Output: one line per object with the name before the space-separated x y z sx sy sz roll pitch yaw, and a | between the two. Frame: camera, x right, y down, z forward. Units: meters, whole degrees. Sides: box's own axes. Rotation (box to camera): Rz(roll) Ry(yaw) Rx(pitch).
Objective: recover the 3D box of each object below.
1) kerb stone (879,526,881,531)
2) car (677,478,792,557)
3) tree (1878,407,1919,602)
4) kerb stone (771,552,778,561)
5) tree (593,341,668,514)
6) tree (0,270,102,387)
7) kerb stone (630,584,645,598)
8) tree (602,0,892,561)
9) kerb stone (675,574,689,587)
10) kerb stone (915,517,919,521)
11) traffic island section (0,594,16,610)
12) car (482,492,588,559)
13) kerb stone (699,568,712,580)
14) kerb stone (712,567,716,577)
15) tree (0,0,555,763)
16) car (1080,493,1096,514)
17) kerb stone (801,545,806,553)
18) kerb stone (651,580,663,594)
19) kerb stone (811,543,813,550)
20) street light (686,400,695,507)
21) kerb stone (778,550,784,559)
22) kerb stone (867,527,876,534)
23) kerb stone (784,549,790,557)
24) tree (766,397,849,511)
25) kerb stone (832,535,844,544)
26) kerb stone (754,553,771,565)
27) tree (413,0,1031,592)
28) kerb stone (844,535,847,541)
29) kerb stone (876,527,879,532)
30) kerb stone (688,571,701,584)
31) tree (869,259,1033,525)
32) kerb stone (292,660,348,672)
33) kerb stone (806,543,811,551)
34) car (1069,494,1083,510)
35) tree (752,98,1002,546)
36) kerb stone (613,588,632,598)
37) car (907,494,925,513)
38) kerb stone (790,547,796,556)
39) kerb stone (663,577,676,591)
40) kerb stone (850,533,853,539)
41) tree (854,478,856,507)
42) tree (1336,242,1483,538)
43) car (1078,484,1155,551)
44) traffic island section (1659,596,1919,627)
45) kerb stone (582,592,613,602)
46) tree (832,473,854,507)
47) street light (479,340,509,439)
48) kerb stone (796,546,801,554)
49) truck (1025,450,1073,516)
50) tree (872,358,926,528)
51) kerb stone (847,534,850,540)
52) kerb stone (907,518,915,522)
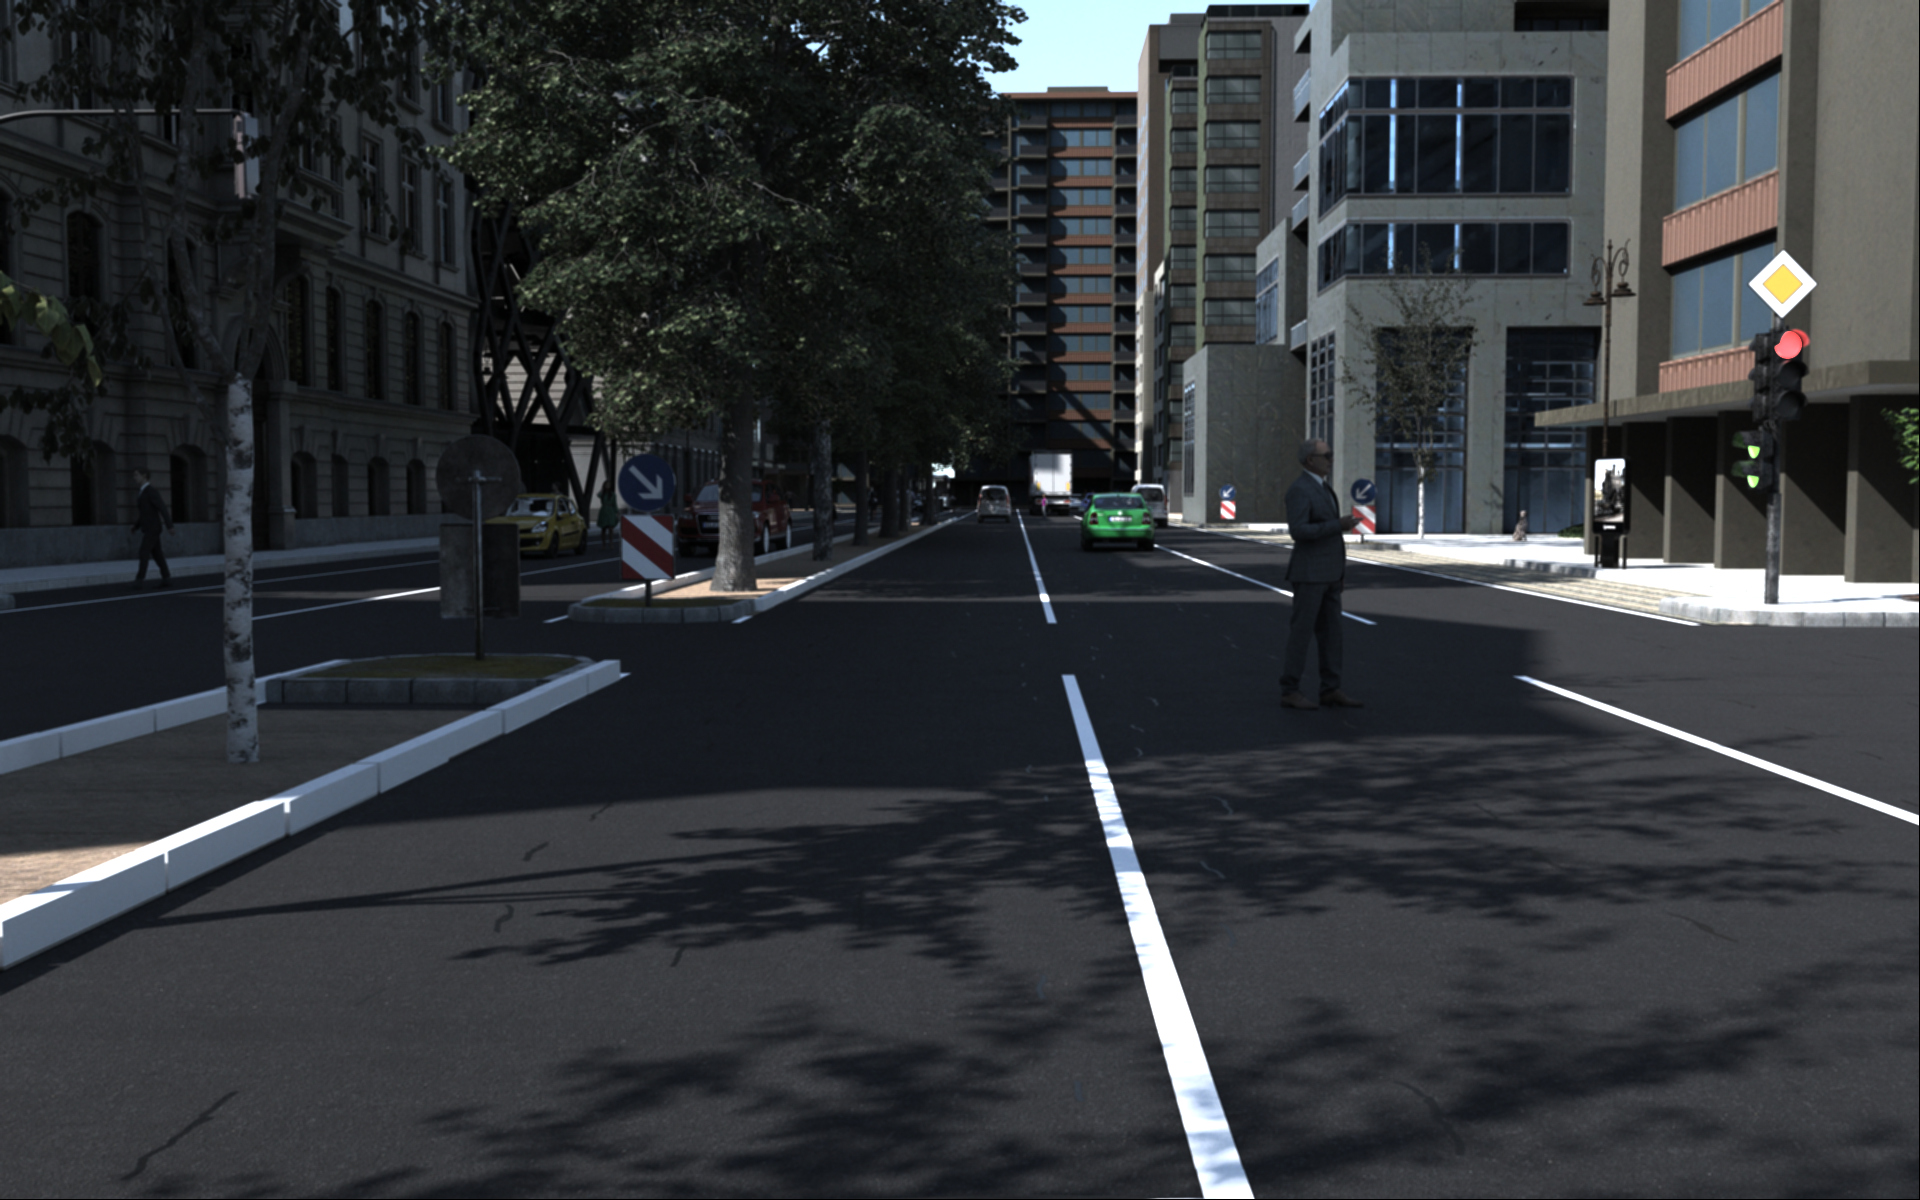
kerb stone | -3.186 -2.661 65.699 0.120 0.150 1.000 0 4 2
car | -5.321 -2.000 41.375 2.281 1.827 5.304 0 4 4
tree | 11.834 -1.602 20.801 1.663 3.219 1.824 0 3 0
kerb stone | -4.072 -0.905 36.988 0.120 0.150 1.000 0 4 2
tree | -14.349 -7.619 74.938 4.737 8.622 4.395 0 3 0
tree | -3.945 -3.165 4.568 4.737 8.622 4.395 0 3 0
kerb stone | -4.473 -0.090 23.671 0.120 0.150 1.000 0 4 2
tree | -4.135 -10.956 37.475 12.611 20.169 13.585 0 3 0
kerb stone | -4.382 -0.278 26.748 0.120 0.150 1.000 0 4 2
kerb stone | -2.393 -4.288 92.301 0.120 0.150 1.000 0 4 2
traffic island section | -12.866 0.088 20.840 2.009 0.180 2.903 0 4 2
car | -9.757 -1.793 39.546 2.015 1.641 3.980 0 4 2
kerb stone | -4.320 -0.404 28.793 0.120 0.150 1.000 0 4 2
kerb stone | -4.288 -0.466 29.815 0.120 0.150 1.000 0 4 2
tree | -3.831 -3.449 9.207 4.360 8.622 3.978 0 3 0
car | 9.696 -7.115 125.919 1.945 1.707 3.694 0 4 0
kerb stone | -3.916 -1.217 42.097 0.120 0.150 1.000 0 4 2
kerb stone | -4.439 -0.150 24.700 0.120 0.150 1.000 0 4 2
kerb stone | -3.861 -1.342 44.148 0.120 0.150 1.000 0 4 2
street light | -13.052 -6.746 83.085 0.468 5.910 1.993 0 4 2
kerb stone | -4.045 -0.967 38.010 0.120 0.150 1.000 0 4 2
kerb stone | -3.265 -2.533 63.650 0.120 0.150 1.000 0 4 2
kerb stone | -4.004 -1.030 39.031 0.120 0.150 1.000 0 4 2
tree | -11.501 -12.165 133.316 7.601 10.594 8.767 1 4 15
kerb stone | -3.636 -1.783 51.348 0.120 0.150 1.000 0 4 2
kerb stone | -4.098 -0.842 35.966 0.120 0.150 1.000 0 4 2
tree | -3.333 -7.100 25.203 9.857 13.997 8.962 0 3 0
kerb stone | -3.601 -1.846 52.369 0.120 0.150 1.000 0 4 2
kerb stone | -3.231 -2.598 64.674 0.120 0.150 1.000 0 4 2
kerb stone | -4.345 -0.341 27.771 0.120 0.150 1.000 0 4 2
tree | -1.428 -9.785 79.457 9.611 12.733 9.660 0 3 0
kerb stone | -4.797 0.569 12.939 0.120 0.150 1.000 0 4 2
kerb stone | -3.886 -1.280 43.126 0.120 0.150 1.000 0 4 2
car | 10.526 -8.816 156.143 2.014 1.417 4.499 0 4 2
tree | -2.822 -7.781 47.801 7.486 12.596 7.792 0 3 0
kerb stone | -4.499 -0.028 22.649 0.120 0.150 1.000 0 4 2
car | -3.469 -7.317 129.418 2.009 1.686 4.222 0 4 3
kerb stone | -3.981 -1.087 40.054 0.120 0.150 1.000 0 4 2
kerb stone | -4.412 -0.216 25.722 0.120 0.150 1.000 0 4 2
kerb stone | -3.533 -1.969 54.428 0.120 0.150 1.000 0 4 2
tree | -10.317 -10.925 173.226 1.663 3.219 1.824 0 3 0
tree | 13.122 -6.082 49.805 4.360 8.622 3.978 0 3 0
car | 4.039 -2.202 44.799 1.959 1.807 4.718 0 4 3
traffic island section | 9.465 0.130 20.160 2.009 0.180 2.903 0 4 2
kerb stone | -4.541 0.035 21.628 0.120 0.150 1.000 0 4 2
tree | -10.892 -9.917 156.743 1.663 3.219 1.824 0 3 0
street light | -13.966 -4.848 52.046 0.468 5.910 1.993 0 4 2
kerb stone | -3.949 -1.153 41.075 0.120 0.150 1.000 0 4 2
truck | 5.949 -7.770 115.953 2.839 4.237 11.283 0 3 0
tree | -2.125 -7.322 72.527 4.360 8.622 3.978 0 3 0
kerb stone | -3.573 -1.904 53.391 0.120 0.150 1.000 0 4 2
kerb stone | -2.522 -4.038 88.213 0.120 0.150 1.000 0 4 2
